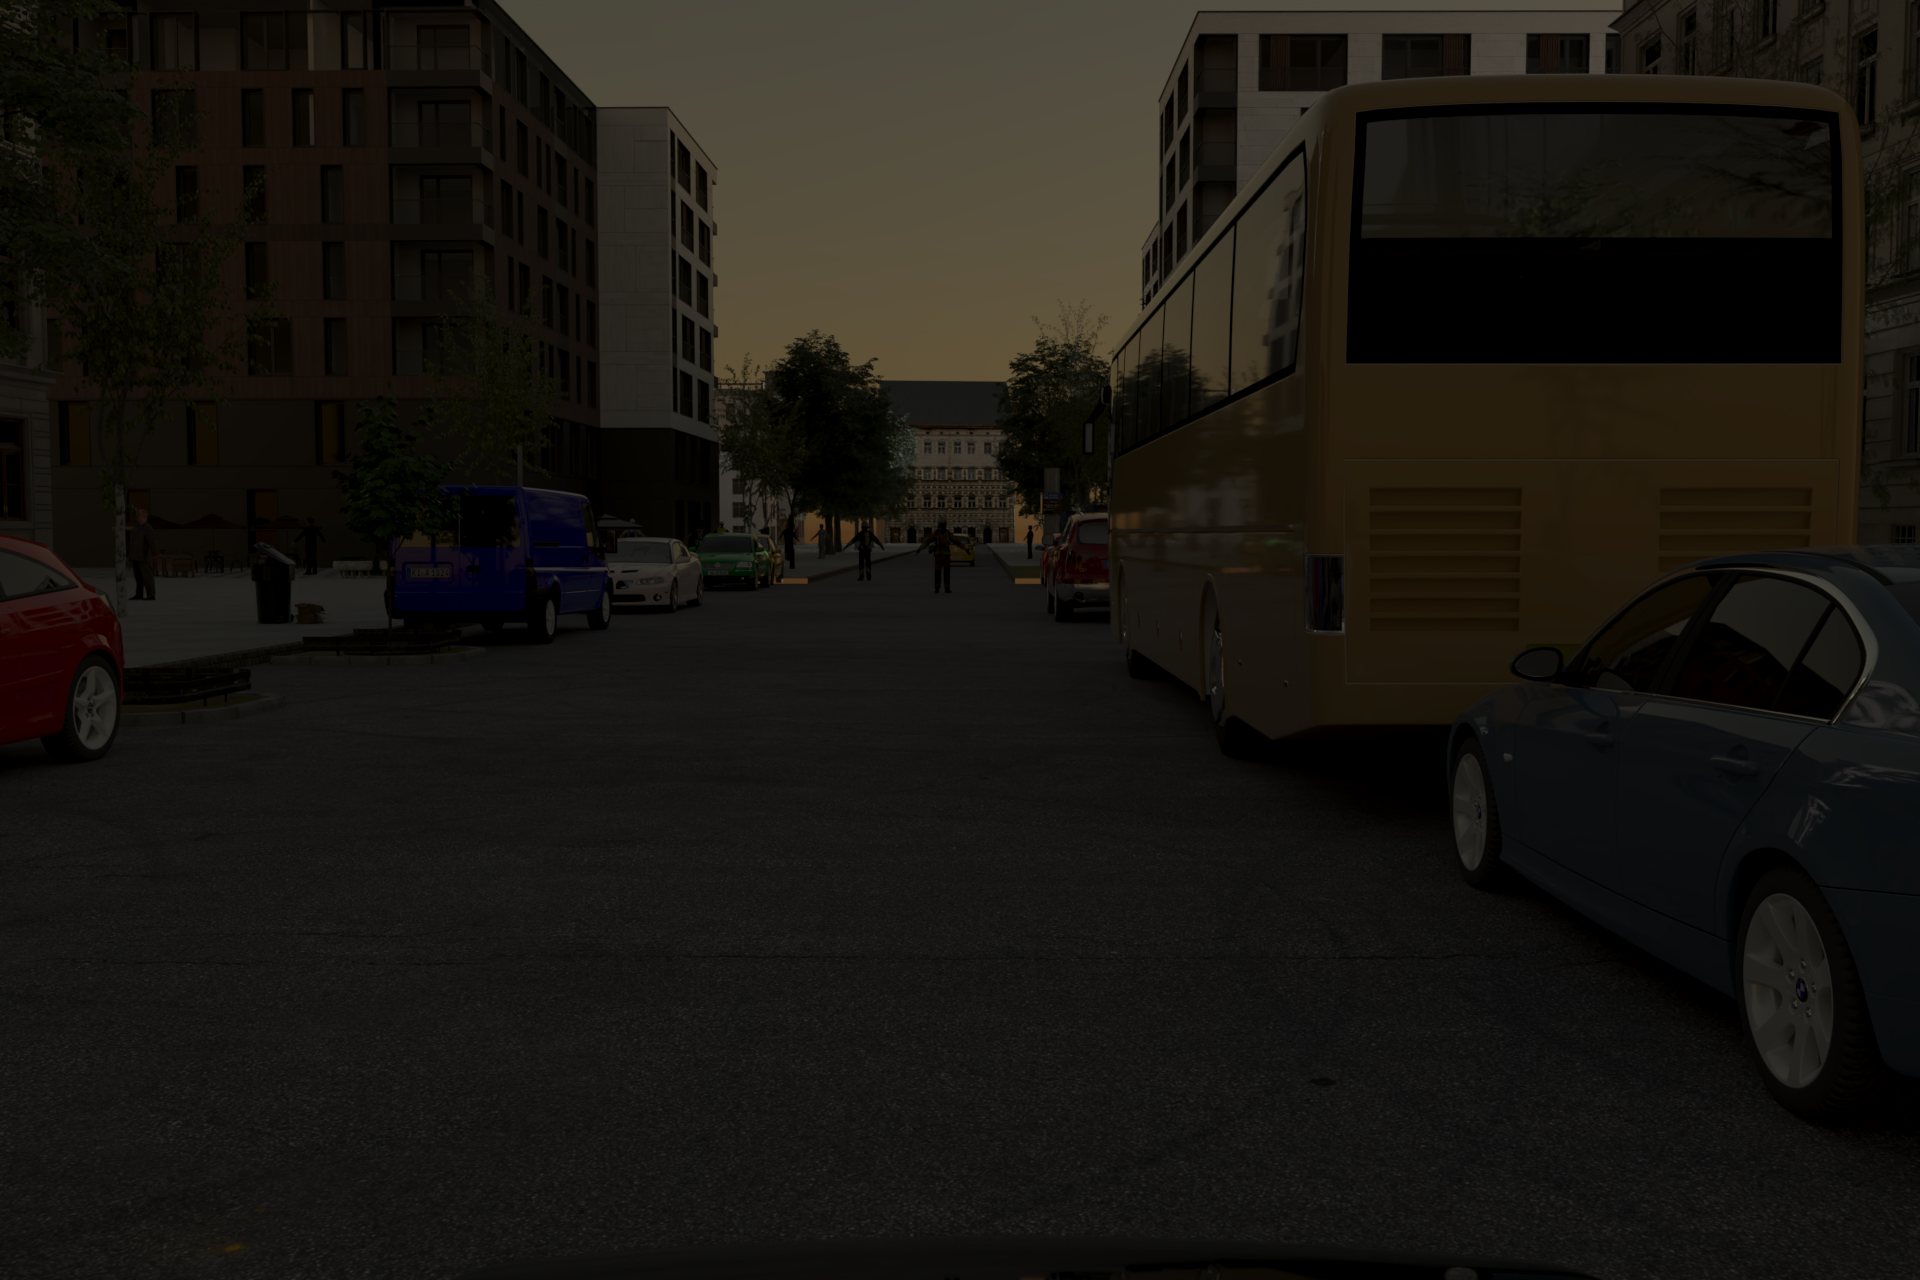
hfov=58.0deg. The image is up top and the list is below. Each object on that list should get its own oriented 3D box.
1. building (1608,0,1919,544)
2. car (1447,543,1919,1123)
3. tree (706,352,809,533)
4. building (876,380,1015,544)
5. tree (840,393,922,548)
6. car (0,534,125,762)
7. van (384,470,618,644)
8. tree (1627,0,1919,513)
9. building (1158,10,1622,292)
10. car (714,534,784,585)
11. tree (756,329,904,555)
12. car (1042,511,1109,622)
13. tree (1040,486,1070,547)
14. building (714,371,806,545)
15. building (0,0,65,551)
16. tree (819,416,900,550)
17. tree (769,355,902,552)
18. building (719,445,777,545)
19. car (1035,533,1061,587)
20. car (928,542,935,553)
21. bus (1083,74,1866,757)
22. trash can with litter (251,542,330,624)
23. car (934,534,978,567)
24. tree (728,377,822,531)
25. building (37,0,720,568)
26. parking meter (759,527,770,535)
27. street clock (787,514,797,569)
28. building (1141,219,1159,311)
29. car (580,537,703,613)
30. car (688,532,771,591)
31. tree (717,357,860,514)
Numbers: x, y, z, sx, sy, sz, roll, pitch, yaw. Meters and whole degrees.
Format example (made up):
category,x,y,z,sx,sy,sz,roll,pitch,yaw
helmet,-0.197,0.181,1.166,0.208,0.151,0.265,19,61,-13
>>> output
category,x,y,z,sx,sy,sz,roll,pitch,yaw
building,28.118,-12.802,41.334,16.112,23.069,30.059,0,4,1
car,2.906,0.398,5.503,2.014,1.417,4.499,0,4,1
tree,-8.469,-7.398,71.320,4.737,8.622,4.395,0,3,0
building,-2.384,-25.277,246.662,18.063,23.208,19.493,0,4,-6
tree,-8.172,-15.289,156.625,9.857,13.997,8.962,0,3,0
car,-6.358,-0.027,9.482,2.155,1.783,4.494,0,4,1
van,-6.245,-1.215,24.250,2.240,2.365,5.245,0,4,0
tree,9.508,-4.289,20.489,4.360,8.622,3.978,0,3,0
building,23.300,-14.698,84.286,27.936,21.610,32.646,0,4,0
car,-6.072,-2.419,49.774,2.015,1.641,3.980,0,3,0
tree,-8.096,-12.263,107.162,9.857,13.997,8.962,0,3,0
car,2.567,-1.289,29.746,2.281,1.827,5.304,0,4,1
tree,7.142,-12.369,152.601,4.360,8.622,3.978,0,3,0
building,-24.396,-21.142,202.084,16.016,20.090,11.380,0,4,2
building,-28.096,-12.063,33.392,11.583,22.565,21.152,0,4,1
tree,-8.450,-13.477,138.482,7.486,12.596,7.792,0,3,0
tree,-8.496,-13.102,120.876,9.857,13.997,8.962,0,3,0
building,-23.172,-14.371,177.112,9.099,9.664,28.070,0,3,0
car,3.191,-2.419,48.587,2.155,1.783,4.494,0,4,1
car,-1.468,-7.282,128.841,2.009,1.686,4.222,0,4,1
bus,2.859,-1.370,13.940,2.896,3.916,12.252,0,3,0
trash can with litter,-9.621,-0.828,24.919,1.055,1.170,0.624,0,4,0
car,-0.177,-4.134,77.812,2.015,1.641,3.980,0,4,1
tree,-9.321,-8.023,81.537,4.360,8.622,3.978,0,3,0
building,-27.912,-14.521,81.391,27.936,21.610,32.646,0,4,2
parking meter,-6.606,-3.061,58.452,0.372,1.533,0.369,0,3,0
street clock,-6.178,-3.617,63.705,0.358,2.002,0.471,0,4,1
building,26.942,-17.284,126.566,27.936,21.610,32.646,0,4,1
car,-6.087,-1.264,33.036,2.083,1.381,4.827,0,4,1
car,-6.004,-2.226,45.184,1.959,1.807,4.718,0,4,0
tree,-9.156,-9.656,92.286,8.767,10.594,7.601,1,4,10
